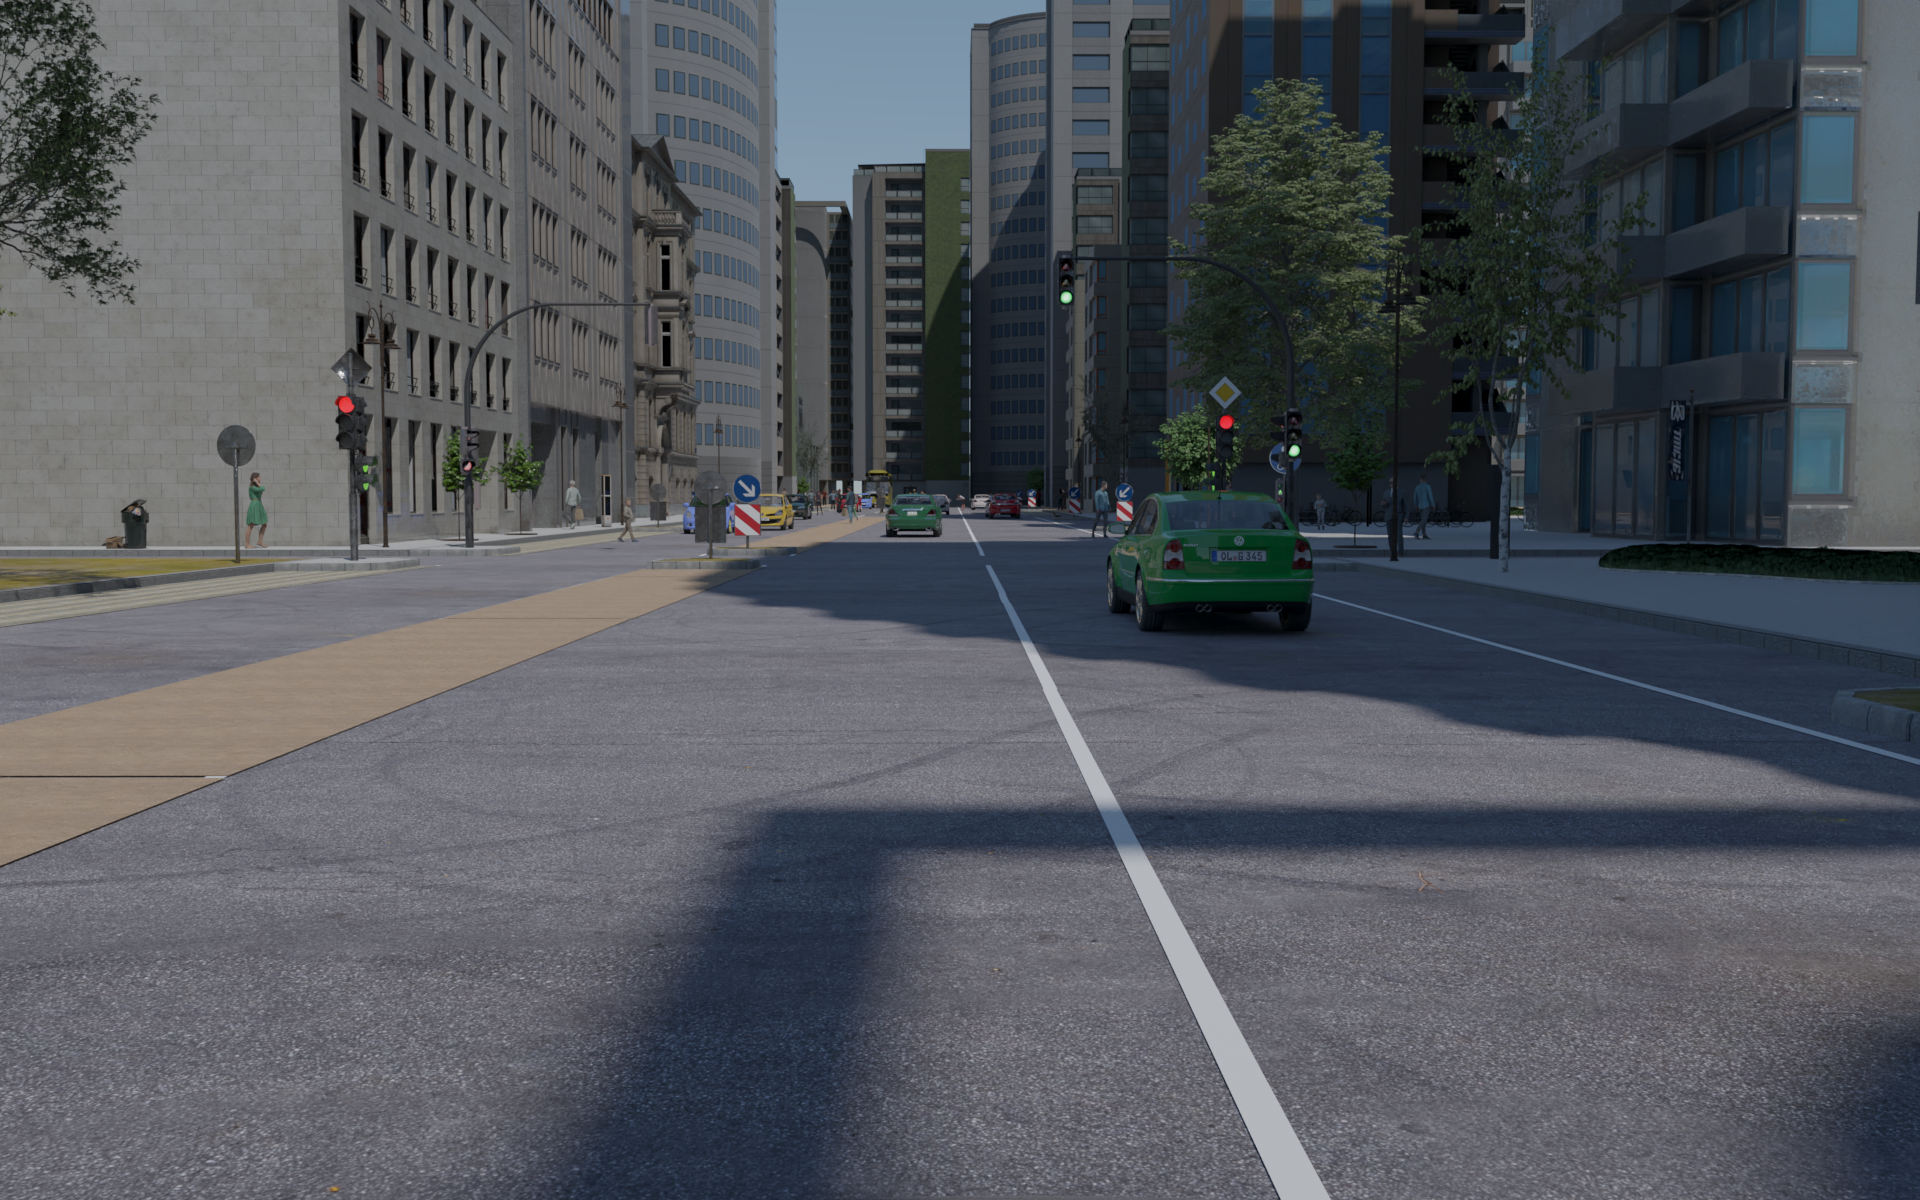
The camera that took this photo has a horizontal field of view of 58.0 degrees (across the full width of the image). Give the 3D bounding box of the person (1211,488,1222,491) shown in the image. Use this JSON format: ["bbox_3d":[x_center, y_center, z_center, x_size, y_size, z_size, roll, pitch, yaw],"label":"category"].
[{"bbox_3d":[10.246,-3.858,69.146,0.581,1.822,0.654,3,5,45],"label":"person"}]

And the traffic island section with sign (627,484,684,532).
[{"bbox_3d":[-11.514,-3.506,65.951,1.989,1.847,2.006,0,4,0],"label":"traffic island section with sign"}]

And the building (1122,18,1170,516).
[{"bbox_3d":[16.994,-20.652,109.369,14.160,30.474,14.107,0,4,0],"label":"building"}]

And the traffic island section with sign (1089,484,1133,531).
[{"bbox_3d":[6.201,-3.585,67.243,1.989,1.847,2.006,0,4,0],"label":"traffic island section with sign"}]

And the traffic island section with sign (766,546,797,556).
[{"bbox_3d":[-4.960,-2.012,41.036,2.006,1.907,1.989,0,4,0],"label":"traffic island section with sign"}]

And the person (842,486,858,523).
[{"bbox_3d":[-5.355,-4.614,83.916,0.794,1.824,0.713,-2,4,-30],"label":"person"}]

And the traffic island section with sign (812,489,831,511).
[{"bbox_3d":[-11.899,-8.246,143.445,1.989,1.847,2.006,0,4,0],"label":"traffic island section with sign"}]

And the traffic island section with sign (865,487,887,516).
[{"bbox_3d":[-5.339,-6.608,116.173,2.006,1.907,1.989,0,4,0],"label":"traffic island section with sign"}]

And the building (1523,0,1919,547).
[{"bbox_3d":[32.764,-26.331,50.126,30.456,49.044,23.786,0,4,0],"label":"building"}]

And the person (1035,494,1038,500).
[{"bbox_3d":[7.743,-10.108,171.996,0.721,1.739,1.217,1,4,23],"label":"person"}]

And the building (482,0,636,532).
[{"bbox_3d":[-20.765,-15.311,68.356,12.078,24.808,19.932,0,4,0],"label":"building"}]

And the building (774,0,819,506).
[{"bbox_3d":[-31.087,-52.954,178.465,31.000,86.520,22.319,0,4,0],"label":"building"}]

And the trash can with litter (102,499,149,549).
[{"bbox_3d":[-19.524,-1.779,40.467,1.055,1.170,0.624,0,4,4],"label":"trash can with litter"}]

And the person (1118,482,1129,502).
[{"bbox_3d":[7.744,-4.642,81.819,0.514,1.842,0.818,0,4,-2],"label":"person"}]

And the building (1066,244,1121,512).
[{"bbox_3d":[23.018,-17.710,134.599,27.650,21.520,28.899,0,4,0],"label":"building"}]

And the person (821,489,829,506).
[{"bbox_3d":[-14.778,-11.167,188.588,1.348,1.831,0.705,1,4,8],"label":"person"}]

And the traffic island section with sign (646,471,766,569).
[{"bbox_3d":[-4.933,-1.559,33.628,2.006,1.907,1.989,0,4,0],"label":"traffic island section with sign"}]

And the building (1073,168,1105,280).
[{"bbox_3d":[16.999,-23.507,156.044,14.160,30.474,14.107,0,4,0],"label":"building"}]

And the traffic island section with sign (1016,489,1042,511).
[{"bbox_3d":[5.822,-8.268,143.816,1.989,1.847,2.006,0,4,0],"label":"traffic island section with sign"}]

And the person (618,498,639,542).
[{"bbox_3d":[-9.875,-2.370,51.523,0.640,1.303,0.475,0,4,-8],"label":"person"}]

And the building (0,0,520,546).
[{"bbox_3d":[-20.176,-11.950,50.134,10.420,20.320,16.860,0,4,0],"label":"building"}]

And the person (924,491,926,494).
[{"bbox_3d":[-3.550,-10.303,177.663,0.721,1.736,1.217,-2,4,-35],"label":"person"}]

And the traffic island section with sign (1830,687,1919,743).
[{"bbox_3d":[6.480,-0.111,10.439,1.989,1.847,2.006,0,4,0],"label":"traffic island section with sign"}]

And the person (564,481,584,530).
[{"bbox_3d":[-14.005,-3.449,62.912,0.515,1.767,0.782,2,4,33],"label":"person"}]

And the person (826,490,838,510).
[{"bbox_3d":[-11.531,-9.115,157.518,1.348,1.826,0.705,-2,4,-23],"label":"person"}]

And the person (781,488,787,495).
[{"bbox_3d":[-14.038,-8.055,138.267,0.617,1.759,0.750,-1,4,-10],"label":"person"}]

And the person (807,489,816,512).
[{"bbox_3d":[-12.096,-8.087,140.798,1.350,1.814,0.705,-1,4,-22],"label":"person"}]

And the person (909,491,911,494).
[{"bbox_3d":[-5.470,-11.045,189.096,0.705,1.823,1.348,1,4,16],"label":"person"}]

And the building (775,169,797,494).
[{"bbox_3d":[-21.984,-23.245,151.754,14.160,30.474,14.107,0,4,0],"label":"building"}]

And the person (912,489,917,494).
[{"bbox_3d":[-3.784,-8.255,143.547,1.350,1.814,0.705,1,4,23],"label":"person"}]

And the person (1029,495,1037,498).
[{"bbox_3d":[7.655,-10.732,182.057,0.990,1.755,0.434,3,5,40],"label":"person"}]

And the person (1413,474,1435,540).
[{"bbox_3d":[13.042,-2.633,48.948,0.748,1.841,0.638,-2,4,-23],"label":"person"}]

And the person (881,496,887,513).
[{"bbox_3d":[-5.799,-7.403,129.639,0.705,1.812,1.348,1,4,16],"label":"person"}]

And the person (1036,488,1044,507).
[{"bbox_3d":[7.804,-10.029,169.972,0.705,1.831,1.348,-2,4,-35],"label":"person"}]

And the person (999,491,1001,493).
[{"bbox_3d":[4.564,-11.603,198.187,1.348,1.826,0.705,3,5,43],"label":"person"}]

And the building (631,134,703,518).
[{"bbox_3d":[-22.312,-16.967,96.487,14.460,24.649,34.723,0,4,0],"label":"building"}]

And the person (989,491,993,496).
[{"bbox_3d":[3.264,-10.199,176.045,1.217,1.735,0.721,-3,5,-40],"label":"person"}]

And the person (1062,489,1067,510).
[{"bbox_3d":[8.574,-8.301,142.569,0.445,1.727,0.742,1,4,19],"label":"person"}]

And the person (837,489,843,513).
[{"bbox_3d":[-8.893,-7.330,128.371,0.705,1.821,1.348,0,4,8],"label":"person"}]

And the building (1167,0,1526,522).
[{"bbox_3d":[17.870,-26.507,83.498,14.600,45.320,14.200,0,4,0],"label":"building"}]

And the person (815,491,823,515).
[{"bbox_3d":[-9.553,-6.581,117.568,0.415,1.643,0.593,3,5,45],"label":"person"}]

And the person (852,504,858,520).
[{"bbox_3d":[-5.737,-4.937,93.475,0.306,1.304,0.590,-3,5,-43],"label":"person"}]

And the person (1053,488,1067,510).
[{"bbox_3d":[7.896,-7.945,136.670,1.217,1.735,0.721,-1,4,-16],"label":"person"}]

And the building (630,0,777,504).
[{"bbox_3d":[-25.778,-35.943,129.661,21.231,58.520,28.212,0,4,0],"label":"building"}]

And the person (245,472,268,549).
[{"bbox_3d":[-16.610,-2.113,40.835,0.529,1.795,0.600,-1,4,-17],"label":"person"}]

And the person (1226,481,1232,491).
[{"bbox_3d":[10.347,-3.667,66.344,0.599,1.781,0.374,3,5,41],"label":"person"}]

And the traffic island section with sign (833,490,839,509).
[{"bbox_3d":[-12.026,-9.894,170.400,1.989,1.847,2.006,0,4,0],"label":"traffic island section with sign"}]

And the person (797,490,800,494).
[{"bbox_3d":[-12.636,-7.791,136.598,0.721,1.735,1.217,-1,4,-11],"label":"person"}]

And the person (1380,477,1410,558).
[{"bbox_3d":[9.528,-1.797,38.061,0.661,1.801,0.590,2,4,32],"label":"person"}]

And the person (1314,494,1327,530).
[{"bbox_3d":[12.950,-3.169,62.130,0.425,1.301,0.394,-1,4,-13],"label":"person"}]

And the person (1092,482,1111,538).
[{"bbox_3d":[4.630,-2.954,56.654,0.638,1.841,0.748,-2,4,-27],"label":"person"}]

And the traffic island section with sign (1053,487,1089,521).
[{"bbox_3d":[6.072,-5.234,94.198,1.989,1.847,2.006,0,4,0],"label":"traffic island section with sign"}]

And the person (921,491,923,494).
[{"bbox_3d":[-3.477,-9.320,161.806,0.530,1.710,0.541,2,4,26],"label":"person"}]

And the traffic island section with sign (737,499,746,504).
[{"bbox_3d":[-11.649,-5.155,92.906,1.989,1.847,2.006,0,4,0],"label":"traffic island section with sign"}]

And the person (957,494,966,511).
[{"bbox_3d":[0.100,-8.434,149.591,0.628,1.438,0.799,2,4,31],"label":"person"}]
